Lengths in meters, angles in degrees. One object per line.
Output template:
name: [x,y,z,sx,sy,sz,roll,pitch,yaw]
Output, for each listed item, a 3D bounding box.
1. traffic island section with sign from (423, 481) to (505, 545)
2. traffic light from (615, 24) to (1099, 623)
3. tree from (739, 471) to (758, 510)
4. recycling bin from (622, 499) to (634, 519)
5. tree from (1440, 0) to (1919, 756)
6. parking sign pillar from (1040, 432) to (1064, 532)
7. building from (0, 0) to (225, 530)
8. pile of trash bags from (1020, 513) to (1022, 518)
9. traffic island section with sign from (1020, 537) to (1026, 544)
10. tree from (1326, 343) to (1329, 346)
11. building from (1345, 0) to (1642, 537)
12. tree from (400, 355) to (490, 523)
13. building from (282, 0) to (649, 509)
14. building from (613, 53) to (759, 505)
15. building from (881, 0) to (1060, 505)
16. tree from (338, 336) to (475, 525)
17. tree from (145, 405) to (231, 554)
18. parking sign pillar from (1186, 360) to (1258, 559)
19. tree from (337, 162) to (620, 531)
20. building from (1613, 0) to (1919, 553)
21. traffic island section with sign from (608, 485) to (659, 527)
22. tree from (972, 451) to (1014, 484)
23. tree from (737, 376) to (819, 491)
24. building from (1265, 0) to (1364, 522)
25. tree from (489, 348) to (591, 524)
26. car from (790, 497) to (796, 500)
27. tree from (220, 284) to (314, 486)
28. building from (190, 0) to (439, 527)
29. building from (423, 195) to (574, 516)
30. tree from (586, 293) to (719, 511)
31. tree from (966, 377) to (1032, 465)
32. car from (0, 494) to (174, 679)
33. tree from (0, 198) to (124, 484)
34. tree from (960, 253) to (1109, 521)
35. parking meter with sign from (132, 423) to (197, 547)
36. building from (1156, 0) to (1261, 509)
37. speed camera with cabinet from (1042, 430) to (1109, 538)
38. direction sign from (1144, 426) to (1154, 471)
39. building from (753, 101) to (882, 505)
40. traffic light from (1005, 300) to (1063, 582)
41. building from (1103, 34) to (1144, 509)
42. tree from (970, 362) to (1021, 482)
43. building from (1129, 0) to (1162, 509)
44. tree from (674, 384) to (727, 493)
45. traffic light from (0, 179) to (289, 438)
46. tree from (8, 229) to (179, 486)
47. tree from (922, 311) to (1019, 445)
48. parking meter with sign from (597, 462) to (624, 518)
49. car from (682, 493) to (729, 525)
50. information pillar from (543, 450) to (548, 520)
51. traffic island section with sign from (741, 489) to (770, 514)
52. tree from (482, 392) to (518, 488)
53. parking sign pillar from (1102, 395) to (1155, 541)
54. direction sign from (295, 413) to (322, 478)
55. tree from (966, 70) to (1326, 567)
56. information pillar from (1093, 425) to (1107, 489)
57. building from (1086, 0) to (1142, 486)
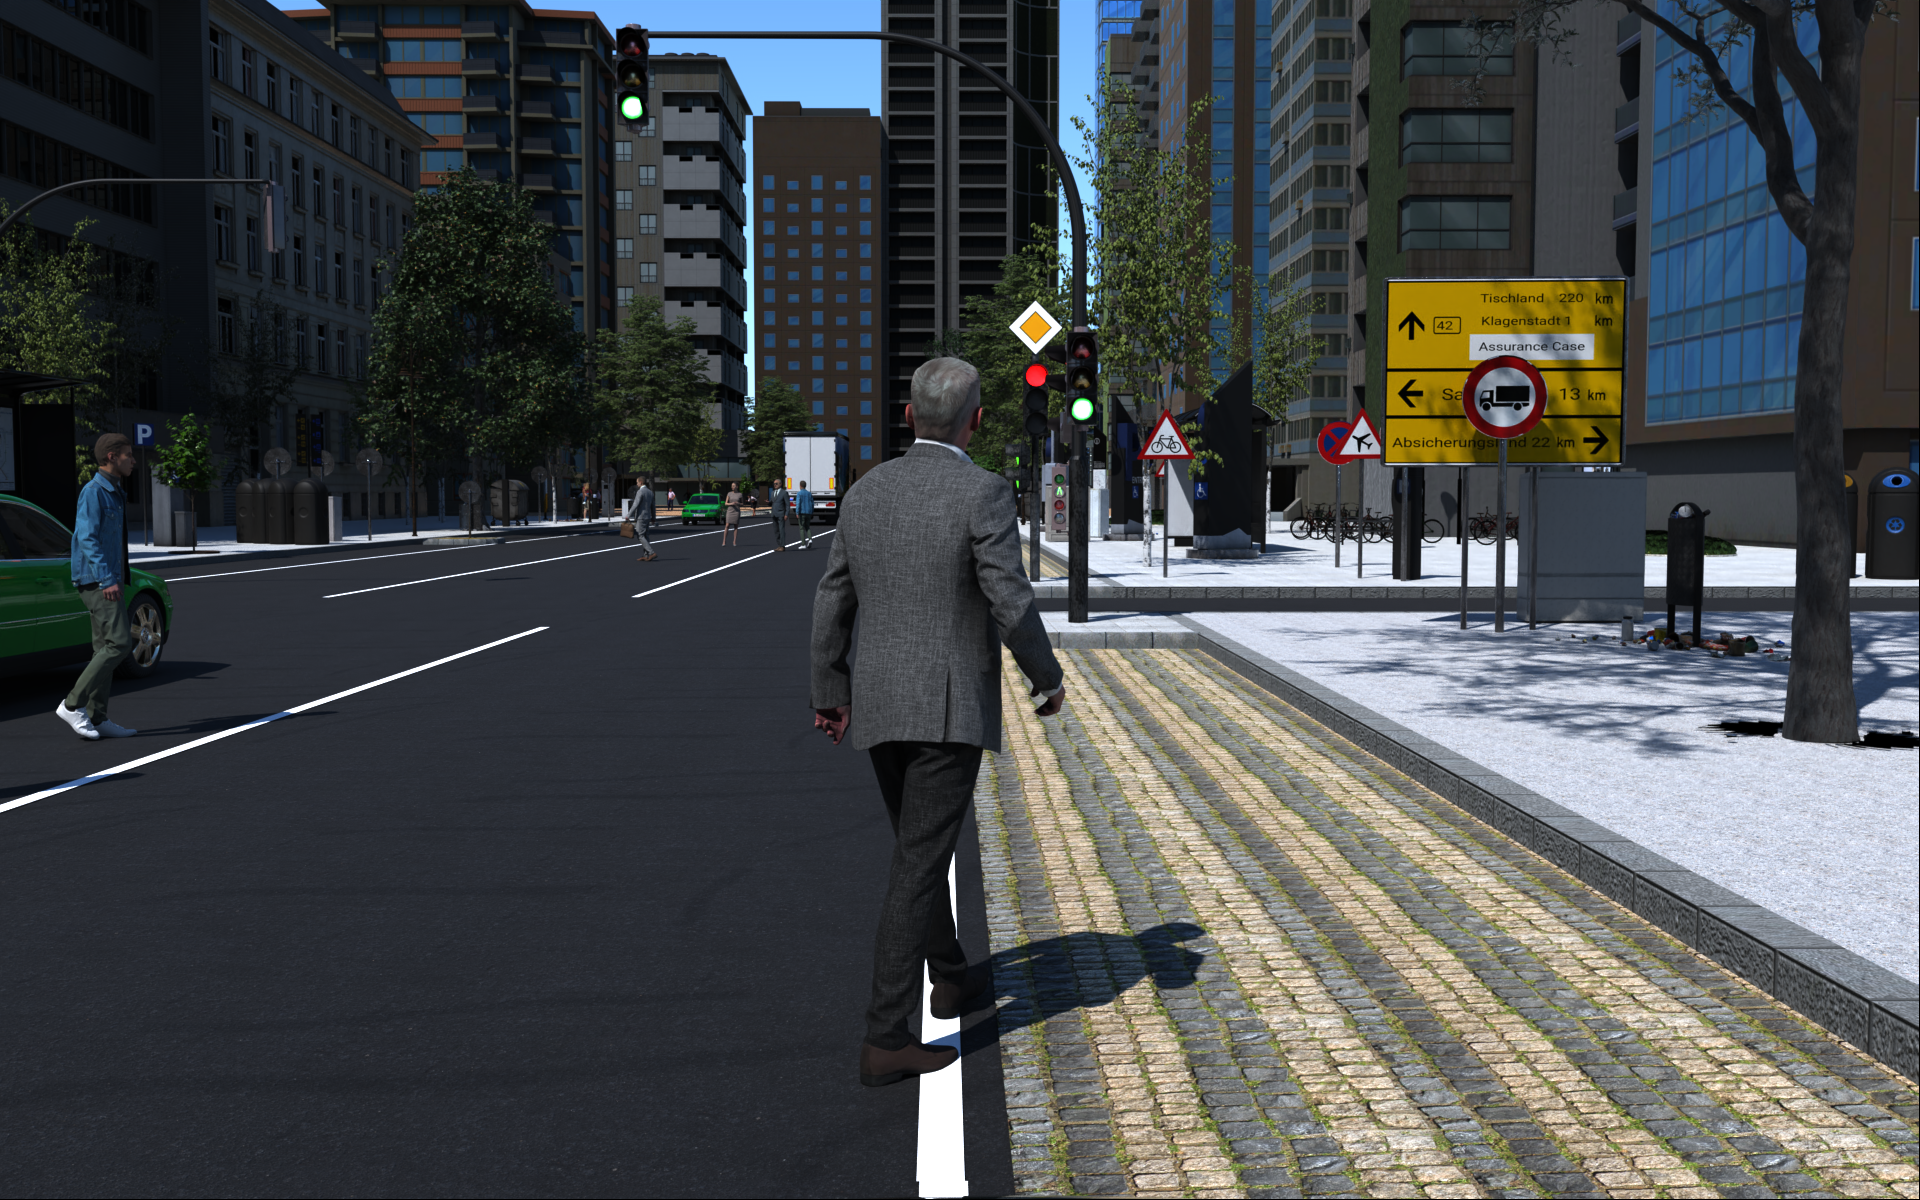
traffic island section with sign: [-14.248,-2.530,49.997,1.989,1.847,2.006,0,4,-1]
traffic light: [-0.935,-2.594,17.083,4.771,5.953,1.251,0,4,-1]
tree: [-17.619,-8.992,141.625,1.663,3.219,1.824,0,3,0]
recycling bin: [-17.004,-4.714,89.624,0.722,1.027,0.722,3,5,44]
tree: [4.442,-6.021,8.812,12.009,13.543,11.850,0,3,0]
parking sign pillar: [3.251,-4.321,59.128,1.447,3.967,1.447,1,4,12]
building: [-34.531,-14.128,50.056,14.314,24.678,30.058,0,4,-1]
pile of trash bags: [4.799,-4.987,91.295,3.447,1.369,1.912,2,4,31]
traffic island section with sign: [0.879,-2.527,49.941,1.989,1.847,2.006,0,4,-1]
tree: [9.786,-6.460,55.976,4.737,8.622,4.395,0,3,0]
building: [20.080,-17.477,57.457,14.160,30.474,14.107,0,4,-1]
tree: [-24.481,-8.056,82.072,4.360,8.622,3.978,0,3,0]
building: [-43.782,-30.534,153.858,28.867,44.769,22.147,0,4,-1]
building: [-37.887,-37.878,208.538,27.495,52.752,28.713,0,4,-1]
building: [1.325,-46.859,204.393,20.611,71.187,20.563,0,4,-1]
tree: [-23.102,-7.405,71.426,4.737,8.622,4.395,0,3,0]
tree: [-16.486,-2.620,37.434,1.663,3.219,1.824,0,3,0]
parking sign pillar: [5.267,-2.827,34.690,1.447,3.967,1.447,-3,5,-41]
tree: [-16.710,-8.754,60.135,9.611,12.733,9.660,0,3,0]
building: [26.116,-24.012,42.699,14.200,45.320,14.600,0,4,-1]
traffic island section with sign: [-14.519,-4.196,77.238,1.989,1.847,2.006,0,4,-1]
tree: [2.312,-8.432,121.569,4.285,4.588,4.351,0,3,0]
tree: [-17.747,-15.183,166.364,7.486,12.596,7.792,0,3,0]
building: [29.163,-24.245,88.279,32.217,40.220,23.993,0,4,-1]
tree: [-17.622,-7.618,74.912,4.360,8.622,3.978,0,3,0]
car: [-11.670,-7.308,129.076,1.945,1.707,3.694,0,4,1]
tree: [-24.619,-6.704,59.970,4.360,8.622,3.978,0,3,0]
building: [-36.602,-15.145,80.899,16.112,22.955,30.059,0,4,-1]
building: [-42.580,-16.483,114.539,27.650,21.520,28.899,0,4,-1]
tree: [-17.651,-11.048,98.768,7.486,12.596,7.792,0,3,0]
tree: [3.323,-13.468,145.959,9.928,11.665,9.643,0,3,0]
car: [-7.214,-0.202,12.091,1.959,1.807,4.718,0,4,0]
tree: [-22.764,-5.664,42.969,4.737,8.622,4.395,0,3,0]
tree: [3.149,-10.043,82.336,7.486,12.596,7.792,0,3,0]
parking meter with sign: [-19.397,-2.820,42.361,1.738,3.016,0.543,2,4,28]
building: [20.711,-28.312,113.019,14.600,45.320,14.200,0,4,-1]
speed camera with cabinet: [3.434,-3.496,51.491,2.038,3.252,0.660,3,4,36]
direction sign: [6.227,-4.038,58.023,0.379,3.537,0.876,3,5,39]
building: [-16.039,-33.690,200.945,14.200,45.320,14.600,0,4,-1]
traffic light: [1.077,-2.221,25.229,0.839,4.253,0.868,0,4,-1]
building: [19.969,-29.014,157.968,14.154,41.232,14.086,0,4,-1]
tree: [2.264,-8.697,92.550,4.360,8.622,3.978,0,3,0]
building: [25.239,-31.537,135.238,23.786,49.044,30.456,0,4,-1]
tree: [-17.346,-10.091,115.344,4.737,8.622,4.395,0,3,0]
traffic light: [-12.193,-3.086,25.118,4.771,5.953,1.251,0,4,-1]
tree: [-23.485,-5.948,47.607,4.360,8.622,3.978,0,3,0]
tree: [3.331,-19.535,175.283,12.611,20.169,13.585,0,3,0]
parking meter with sign: [-19.222,-6.012,94.551,1.738,3.016,0.543,-1,4,-9]
car: [-11.807,-4.391,80.597,1.959,1.807,4.718,0,3,0]
information pillar: [-20.746,-5.828,86.645,0.183,3.616,0.504,-2,4,-25]
traffic island section with sign: [-15.004,-7.237,126.954,1.989,1.847,2.006,0,4,-1]
tree: [-25.138,-8.808,94.374,4.737,8.622,4.395,0,3,0]
parking sign pillar: [4.670,-3.632,47.860,1.447,3.967,1.447,2,4,34]
direction sign: [-18.432,-3.491,49.076,0.379,3.537,0.876,2,4,28]
tree: [3.182,-4.875,30.068,4.737,8.622,4.395,0,3,0]
information pillar: [4.695,-4.093,58.271,0.504,3.616,0.183,2,4,35]
building: [27.790,-54.523,204.125,31.000,86.520,22.319,0,4,-1]
